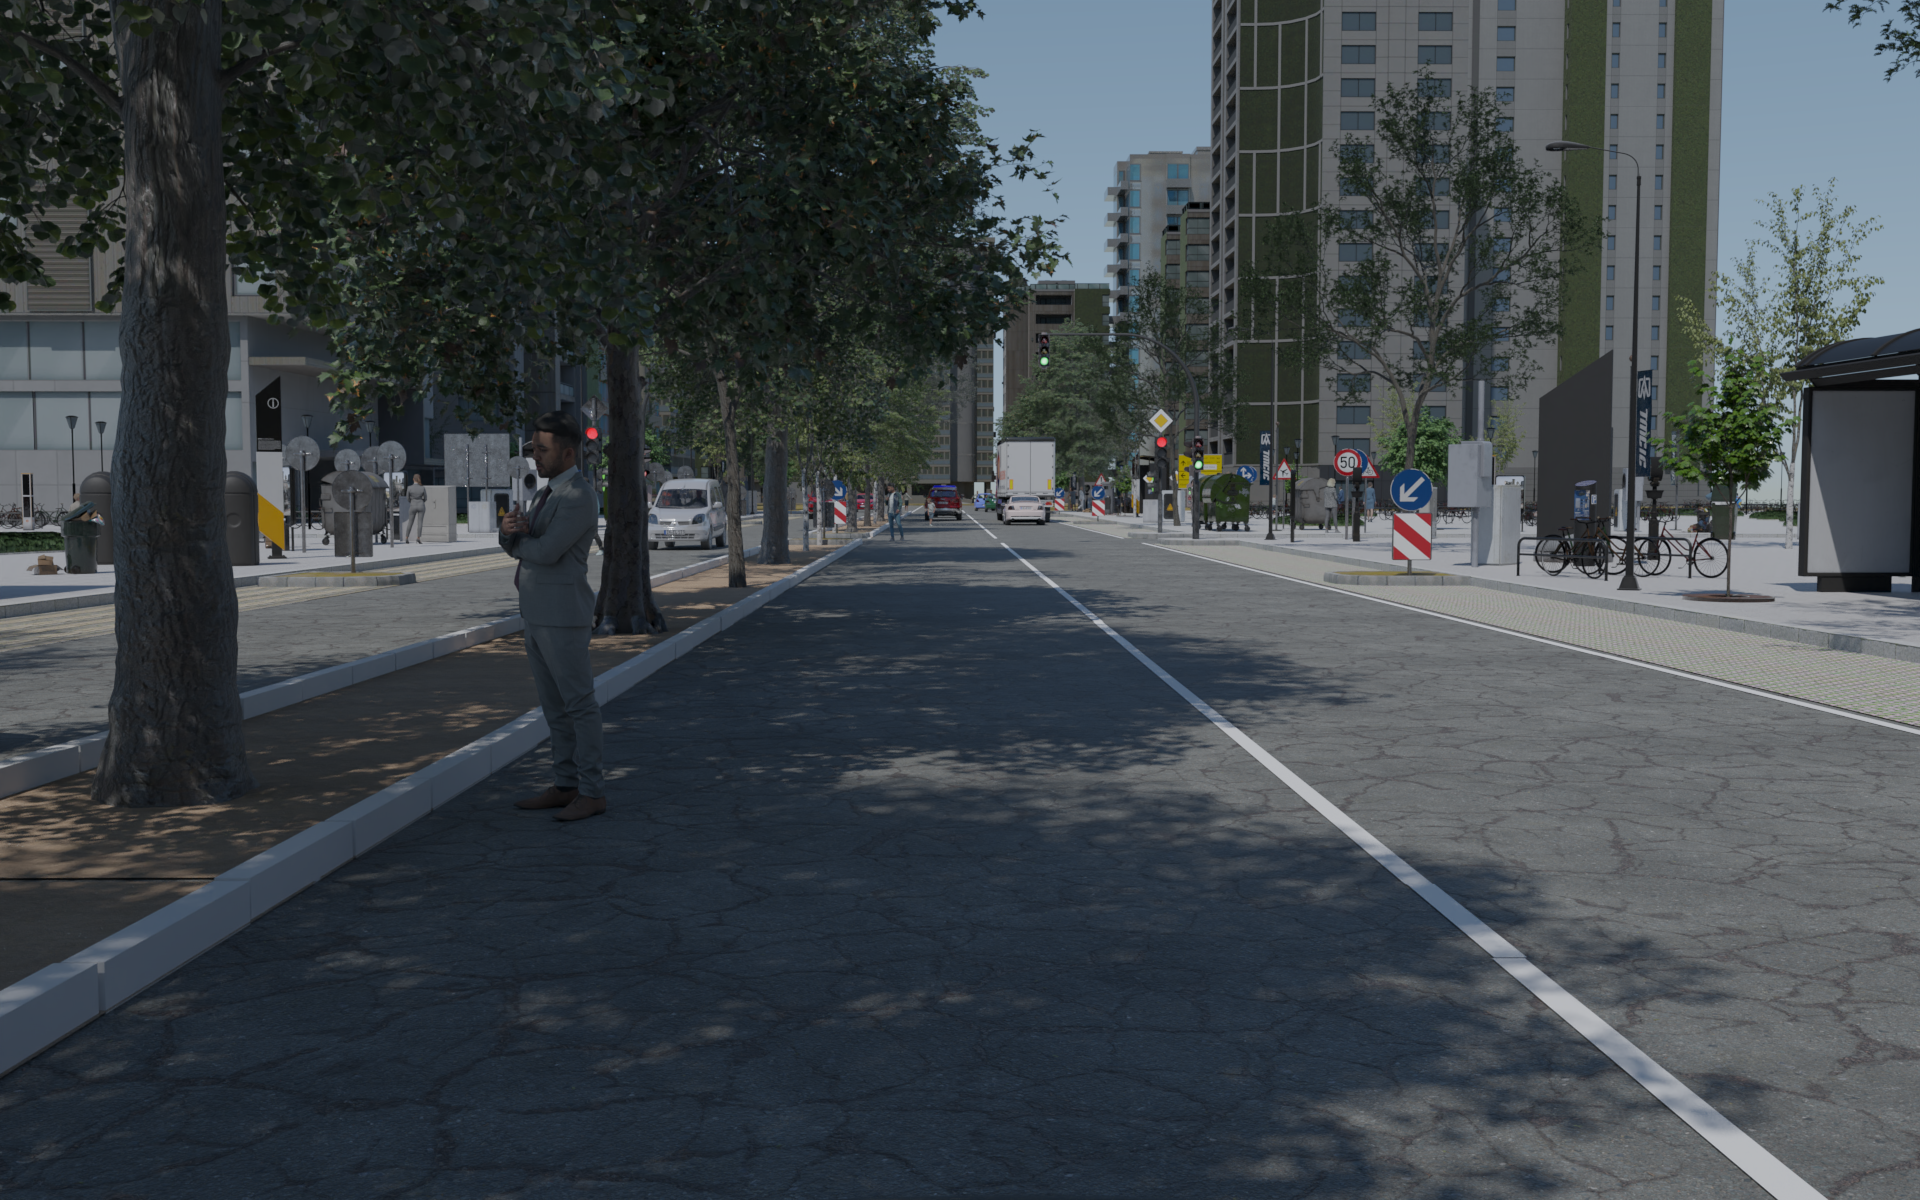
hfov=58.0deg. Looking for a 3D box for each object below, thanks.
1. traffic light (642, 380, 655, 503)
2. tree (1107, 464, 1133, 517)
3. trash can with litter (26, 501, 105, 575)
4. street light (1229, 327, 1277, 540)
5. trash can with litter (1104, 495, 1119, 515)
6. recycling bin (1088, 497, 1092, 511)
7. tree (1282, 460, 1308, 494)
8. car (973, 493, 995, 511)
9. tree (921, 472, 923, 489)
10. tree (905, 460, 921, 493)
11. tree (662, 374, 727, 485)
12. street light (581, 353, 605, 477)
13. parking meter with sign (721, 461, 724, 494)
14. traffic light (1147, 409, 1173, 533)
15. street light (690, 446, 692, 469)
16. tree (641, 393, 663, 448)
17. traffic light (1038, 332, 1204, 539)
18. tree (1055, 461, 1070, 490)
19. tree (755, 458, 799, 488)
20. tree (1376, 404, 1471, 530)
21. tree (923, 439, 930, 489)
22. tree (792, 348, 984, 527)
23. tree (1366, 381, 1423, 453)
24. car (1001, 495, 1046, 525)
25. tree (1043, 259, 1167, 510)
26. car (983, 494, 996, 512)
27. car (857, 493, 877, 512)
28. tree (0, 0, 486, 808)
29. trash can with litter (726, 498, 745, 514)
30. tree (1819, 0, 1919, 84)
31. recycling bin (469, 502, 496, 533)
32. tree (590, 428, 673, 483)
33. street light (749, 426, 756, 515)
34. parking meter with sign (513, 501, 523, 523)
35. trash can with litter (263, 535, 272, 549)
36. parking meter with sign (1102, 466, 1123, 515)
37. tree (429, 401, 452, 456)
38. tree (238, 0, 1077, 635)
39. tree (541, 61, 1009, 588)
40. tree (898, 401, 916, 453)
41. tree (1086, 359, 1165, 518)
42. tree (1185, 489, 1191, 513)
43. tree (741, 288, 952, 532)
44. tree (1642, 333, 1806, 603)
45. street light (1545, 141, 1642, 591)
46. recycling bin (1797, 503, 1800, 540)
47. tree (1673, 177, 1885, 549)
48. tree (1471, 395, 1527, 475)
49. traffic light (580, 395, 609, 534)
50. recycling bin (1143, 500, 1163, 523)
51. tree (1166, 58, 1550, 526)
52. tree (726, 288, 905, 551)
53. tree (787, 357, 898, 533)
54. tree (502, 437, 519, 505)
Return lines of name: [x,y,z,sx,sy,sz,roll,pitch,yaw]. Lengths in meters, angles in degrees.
traffic light: [-8.285,-5.031,56.920,4.771,5.953,1.251,0,4,-1]
tree: [9.510,-6.379,98.893,1.663,3.219,1.824,0,3,0]
trash can with litter: [-14.291,-0.996,27.673,1.055,1.170,0.624,-3,5,-42]
street light: [8.139,-4.631,48.254,1.470,5.913,1.316,0,4,-1]
trash can with litter: [9.093,-5.733,104.790,1.678,1.210,2.233,-3,4,-36]
recycling bin: [9.861,-7.053,127.877,0.722,1.027,0.722,1,4,20]
tree: [18.617,-6.266,97.046,1.663,3.219,1.824,0,3,0]
car: [2.095,-8.393,146.815,1.945,1.707,3.694,0,4,-2]
tree: [-4.689,-9.425,106.922,4.737,8.622,4.395,0,3,0]
tree: [-4.539,-8.768,96.170,4.737,8.622,4.395,0,3,0]
tree: [-13.715,-9.020,97.832,4.737,8.622,4.395,0,3,0]
street light: [-11.830,-5.150,56.739,1.470,5.913,1.316,0,4,-1]
parking meter with sign: [-13.524,-5.895,92.636,1.738,3.016,0.543,0,4,1]
traffic light: [6.585,-4.167,57.053,0.839,4.253,0.868,0,4,-1]
street light: [-12.191,-6.696,82.019,1.470,5.913,1.316,0,4,-1]
tree: [-22.712,-10.641,124.346,4.737,8.622,4.395,0,3,0]
traffic light: [4.576,-4.541,48.906,4.771,5.953,1.251,0,4,-1]
tree: [8.427,-10.088,148.650,4.285,4.588,4.351,0,3,0]
tree: [-13.672,-8.888,129.039,4.285,4.588,4.351,0,3,0]
tree: [16.760,-4.804,62.266,4.285,4.588,4.351,0,3,0]
tree: [-4.077,-10.216,119.856,4.737,8.622,4.395,0,3,0]
tree: [-4.026,-9.944,75.403,12.009,13.543,11.850,0,3,0]
tree: [27.115,-9.550,106.502,4.737,8.622,4.395,0,3,0]
car: [2.979,-4.185,80.790,2.083,1.381,4.827,0,4,0]
tree: [8.399,-8.248,69.271,7.601,10.594,8.767,2,4,24]
car: [2.869,-7.713,137.909,2.131,1.459,4.920,0,4,1]
car: [-7.559,-7.910,138.363,2.155,1.783,4.494,0,3,0]
tree: [-3.736,-6.040,7.872,9.857,13.997,8.962,0,3,0]
trash can with litter: [-14.727,-6.165,112.179,1.055,1.170,0.624,2,4,25]
tree: [9.838,-4.720,11.590,8.767,10.594,7.601,3,5,42]
recycling bin: [-15.847,-2.749,57.495,0.722,1.027,0.722,0,4,2]
tree: [-13.615,-5.407,72.112,4.285,4.588,4.351,0,3,0]
street light: [-12.336,-8.242,107.301,1.470,5.913,1.316,0,4,-1]
parking meter with sign: [-17.247,-4.425,68.616,0.543,3.016,1.738,1,4,19]
trash can with litter: [-16.228,-1.818,41.114,0.624,1.170,1.055,-1,4,-20]
parking meter with sign: [9.188,-6.789,107.253,1.738,3.016,0.543,2,4,26]
tree: [-32.319,-9.285,102.177,4.360,8.622,3.978,0,3,0]
tree: [-3.464,-6.010,17.729,9.611,12.733,9.660,0,3,0]
tree: [-3.379,-5.481,26.485,8.767,10.594,7.601,0,4,-1]
tree: [-4.144,-8.012,83.821,4.360,8.622,3.978,0,3,0]
tree: [9.153,-8.687,92.391,4.360,8.622,3.978,0,3,0]
tree: [15.580,-7.411,115.766,1.663,3.219,1.824,0,3,0]
tree: [-4.137,-8.813,64.679,7.486,12.596,7.792,0,3,0]
tree: [9.348,-1.613,20.981,1.663,3.219,1.824,0,3,0]
street light: [8.405,-3.085,22.974,1.470,5.913,1.316,0,4,-1]
recycling bin: [24.120,-2.215,48.770,0.722,1.027,0.722,-2,4,-27]
tree: [19.269,-5.512,40.479,4.737,8.622,4.395,0,3,0]
tree: [40.121,-10.899,128.564,4.737,8.622,4.395,0,3,0]
traffic light: [-10.293,-3.667,48.878,0.839,4.253,0.868,0,4,-1]
recycling bin: [8.713,-4.010,78.119,0.722,1.027,0.722,2,4,28]
tree: [9.819,-6.346,38.169,8.767,10.594,7.601,1,4,21]
tree: [-3.851,-5.795,47.564,4.737,8.622,4.395,0,3,0]
tree: [-4.197,-6.413,57.678,4.360,8.622,3.978,0,3,0]
tree: [-24.165,-6.761,94.254,4.285,4.588,4.351,0,3,0]
